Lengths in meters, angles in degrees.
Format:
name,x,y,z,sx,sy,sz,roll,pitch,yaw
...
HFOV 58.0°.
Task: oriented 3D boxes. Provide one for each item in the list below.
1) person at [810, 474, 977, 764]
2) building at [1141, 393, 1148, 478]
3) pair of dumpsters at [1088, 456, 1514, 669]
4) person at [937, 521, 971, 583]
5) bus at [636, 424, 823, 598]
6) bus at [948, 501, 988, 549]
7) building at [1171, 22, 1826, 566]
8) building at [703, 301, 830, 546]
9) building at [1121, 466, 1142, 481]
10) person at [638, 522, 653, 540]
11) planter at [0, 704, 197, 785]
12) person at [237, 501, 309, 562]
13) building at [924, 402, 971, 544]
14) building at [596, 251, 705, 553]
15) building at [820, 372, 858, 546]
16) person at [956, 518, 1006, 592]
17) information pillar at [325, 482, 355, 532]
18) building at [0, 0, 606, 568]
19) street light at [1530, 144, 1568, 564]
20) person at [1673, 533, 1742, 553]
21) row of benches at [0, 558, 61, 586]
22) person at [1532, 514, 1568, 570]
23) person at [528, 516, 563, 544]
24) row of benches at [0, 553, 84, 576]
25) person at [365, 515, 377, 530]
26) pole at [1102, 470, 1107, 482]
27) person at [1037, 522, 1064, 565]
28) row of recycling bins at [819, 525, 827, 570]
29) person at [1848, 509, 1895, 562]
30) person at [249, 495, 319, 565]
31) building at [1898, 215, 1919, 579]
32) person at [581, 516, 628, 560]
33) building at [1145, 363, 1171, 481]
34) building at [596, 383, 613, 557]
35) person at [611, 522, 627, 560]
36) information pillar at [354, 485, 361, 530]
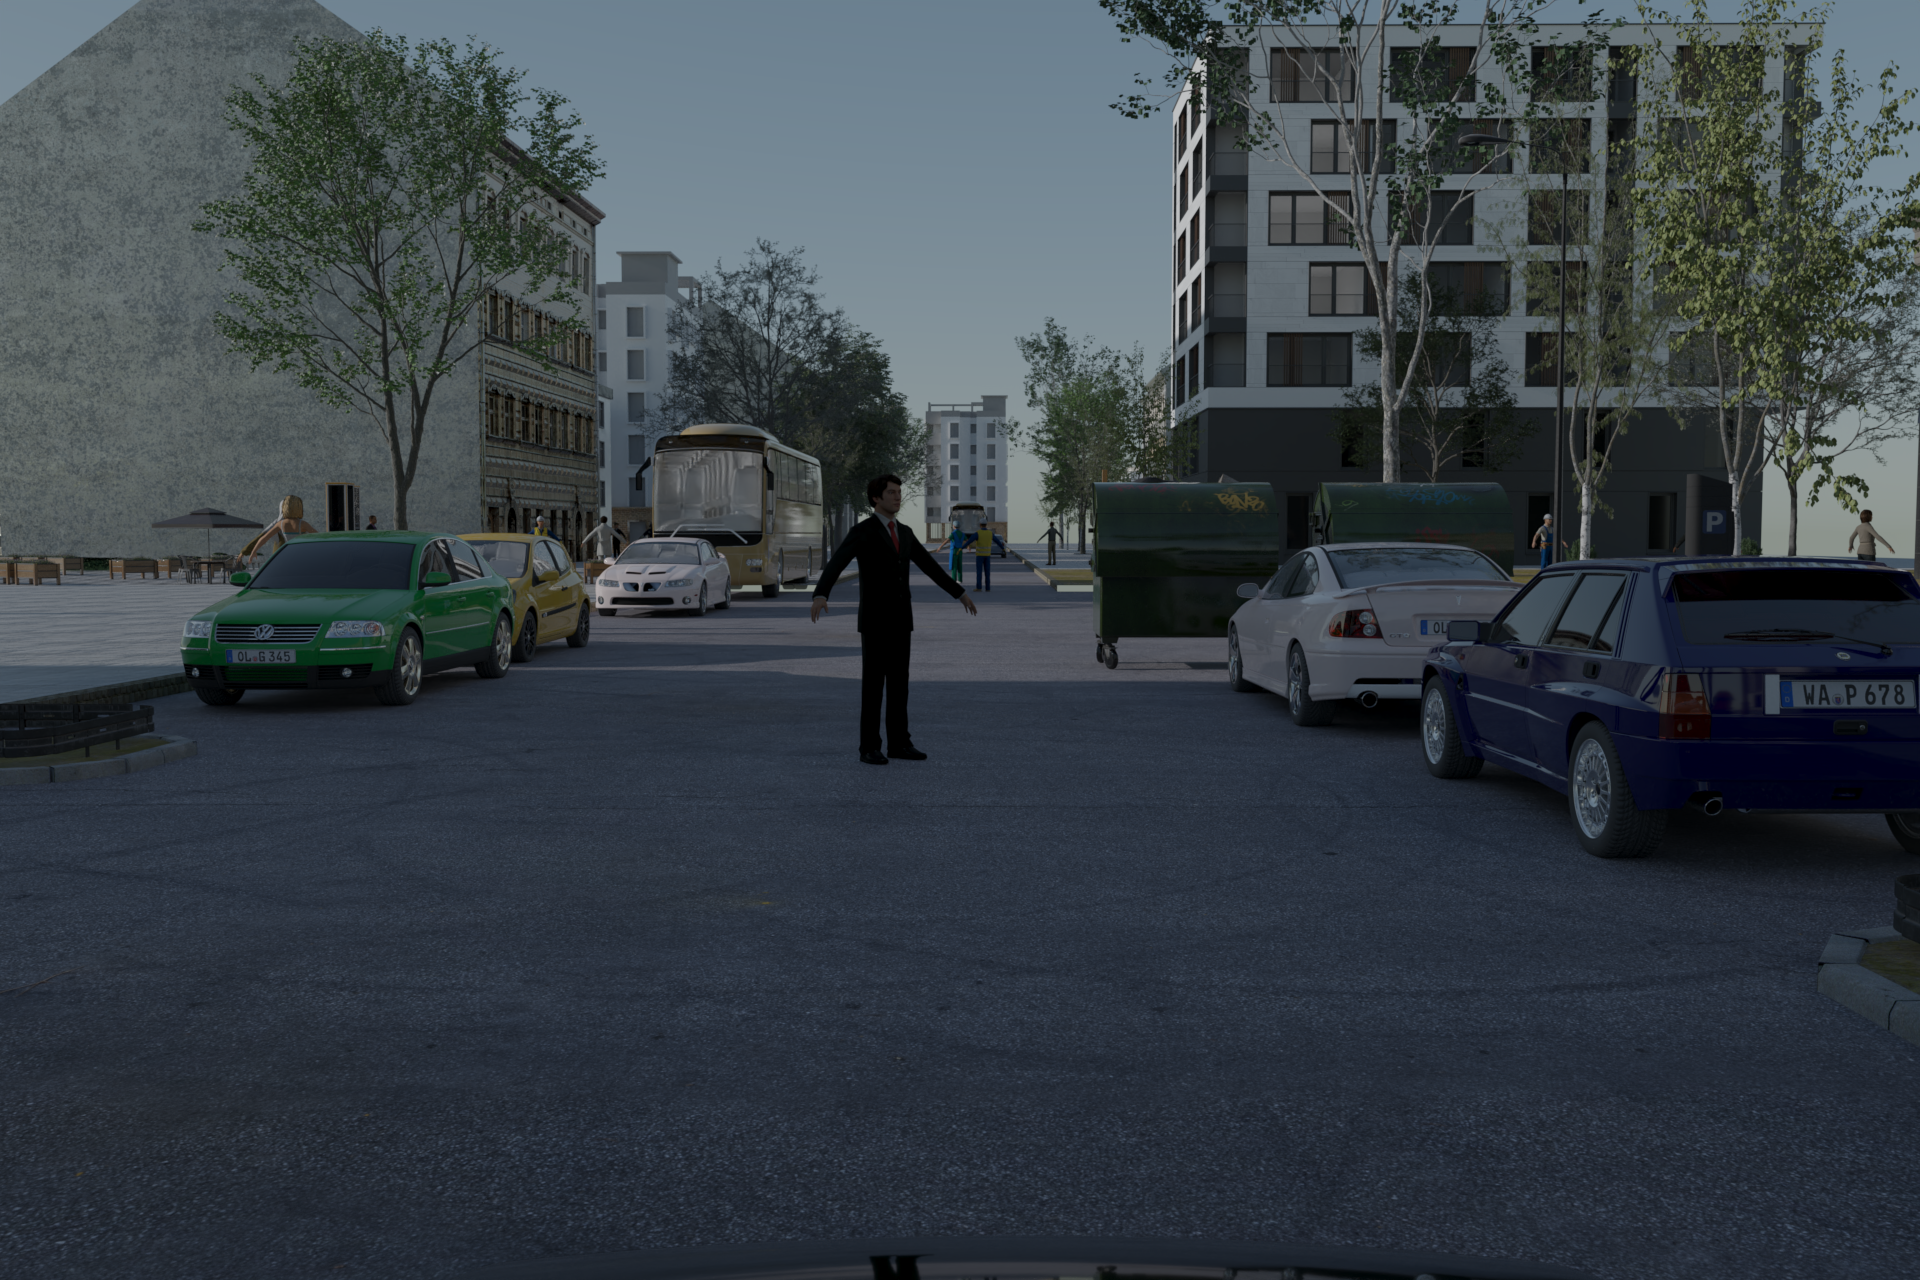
name,x,y,z,sx,sy,sz,roll,pitch,yaw
person,-0.447,-0.139,10.914,1.347,1.806,0.705,-3,5,-43
building,29.843,-21.831,187.862,19.493,23.208,18.063,0,4,1
pair of dumpsters,3.608,-0.847,18.794,4.436,2.255,1.574,0,4,1
person,-0.122,-2.561,50.451,1.347,1.817,0.704,-3,5,-44
bus,-5.214,-3.101,42.254,2.896,3.916,12.252,0,4,1
bus,0.693,-8.713,133.998,2.896,3.916,12.252,0,4,1
building,24.204,-14.804,86.023,27.936,21.610,32.646,0,4,1
building,-23.137,-20.833,171.553,19.493,23.208,18.063,0,4,1
building,25.548,-16.693,215.081,9.099,9.664,28.070,0,4,1
person,-14.138,-4.513,79.569,1.354,1.856,0.705,-1,4,-12
planter,-5.960,0.633,10.787,1.991,0.319,1.994,0,4,1
person,-8.874,-0.982,22.827,1.217,1.736,0.721,-2,4,-33
building,-4.573,-23.305,239.916,11.380,20.090,16.016,0,4,1
building,-24.350,-15.954,117.262,16.016,20.090,11.380,0,4,1
building,-21.703,-20.726,205.327,16.747,18.905,31.486,0,4,1
person,0.567,-2.124,43.160,1.349,1.833,0.705,-1,4,-22
information pillar,-8.858,-1.242,24.806,0.304,2.012,0.304,0,4,1
building,-26.759,-14.831,73.415,19.493,23.208,18.063,0,4,2
street light,7.575,-2.919,20.264,1.470,5.913,1.316,0,4,1
person,15.116,-1.776,35.098,1.348,1.821,0.705,3,5,41
row of benches,-24.223,-1.761,44.256,4.104,0.672,1.422,3,4,37
person,16.759,-2.660,49.349,1.347,1.847,0.705,-2,4,-28
person,-11.419,-2.494,47.244,1.216,1.772,0.721,-1,4,-19
row of benches,-29.072,-2.403,54.748,4.104,0.672,1.422,2,4,33
person,-16.222,-2.552,47.948,0.704,1.802,1.346,0,4,4
pole,4.591,-3.742,55.026,0.158,3.312,0.155,0,3,0
person,3.757,-3.968,71.149,1.348,1.796,0.705,-2,4,-33
row of recycling bins,-5.328,-3.391,62.559,1.069,1.692,3.534,0,4,2
person,16.918,-1.556,32.203,0.721,1.744,1.215,-1,4,-9
person,-8.013,-0.877,20.956,1.214,1.753,0.721,0,4,1
building,30.292,-15.422,31.742,16.754,29.471,25.880,0,4,1
person,-10.242,-2.674,49.911,1.347,1.806,0.705,0,4,-5
building,28.429,-20.697,169.325,19.493,23.208,18.063,0,4,1
building,-24.614,-9.679,100.397,9.099,9.664,28.070,0,4,1
person,-15.874,-4.526,79.936,1.347,1.837,0.705,2,4,26
information pillar,-9.248,-1.326,26.172,0.304,2.012,0.304,0,4,1
